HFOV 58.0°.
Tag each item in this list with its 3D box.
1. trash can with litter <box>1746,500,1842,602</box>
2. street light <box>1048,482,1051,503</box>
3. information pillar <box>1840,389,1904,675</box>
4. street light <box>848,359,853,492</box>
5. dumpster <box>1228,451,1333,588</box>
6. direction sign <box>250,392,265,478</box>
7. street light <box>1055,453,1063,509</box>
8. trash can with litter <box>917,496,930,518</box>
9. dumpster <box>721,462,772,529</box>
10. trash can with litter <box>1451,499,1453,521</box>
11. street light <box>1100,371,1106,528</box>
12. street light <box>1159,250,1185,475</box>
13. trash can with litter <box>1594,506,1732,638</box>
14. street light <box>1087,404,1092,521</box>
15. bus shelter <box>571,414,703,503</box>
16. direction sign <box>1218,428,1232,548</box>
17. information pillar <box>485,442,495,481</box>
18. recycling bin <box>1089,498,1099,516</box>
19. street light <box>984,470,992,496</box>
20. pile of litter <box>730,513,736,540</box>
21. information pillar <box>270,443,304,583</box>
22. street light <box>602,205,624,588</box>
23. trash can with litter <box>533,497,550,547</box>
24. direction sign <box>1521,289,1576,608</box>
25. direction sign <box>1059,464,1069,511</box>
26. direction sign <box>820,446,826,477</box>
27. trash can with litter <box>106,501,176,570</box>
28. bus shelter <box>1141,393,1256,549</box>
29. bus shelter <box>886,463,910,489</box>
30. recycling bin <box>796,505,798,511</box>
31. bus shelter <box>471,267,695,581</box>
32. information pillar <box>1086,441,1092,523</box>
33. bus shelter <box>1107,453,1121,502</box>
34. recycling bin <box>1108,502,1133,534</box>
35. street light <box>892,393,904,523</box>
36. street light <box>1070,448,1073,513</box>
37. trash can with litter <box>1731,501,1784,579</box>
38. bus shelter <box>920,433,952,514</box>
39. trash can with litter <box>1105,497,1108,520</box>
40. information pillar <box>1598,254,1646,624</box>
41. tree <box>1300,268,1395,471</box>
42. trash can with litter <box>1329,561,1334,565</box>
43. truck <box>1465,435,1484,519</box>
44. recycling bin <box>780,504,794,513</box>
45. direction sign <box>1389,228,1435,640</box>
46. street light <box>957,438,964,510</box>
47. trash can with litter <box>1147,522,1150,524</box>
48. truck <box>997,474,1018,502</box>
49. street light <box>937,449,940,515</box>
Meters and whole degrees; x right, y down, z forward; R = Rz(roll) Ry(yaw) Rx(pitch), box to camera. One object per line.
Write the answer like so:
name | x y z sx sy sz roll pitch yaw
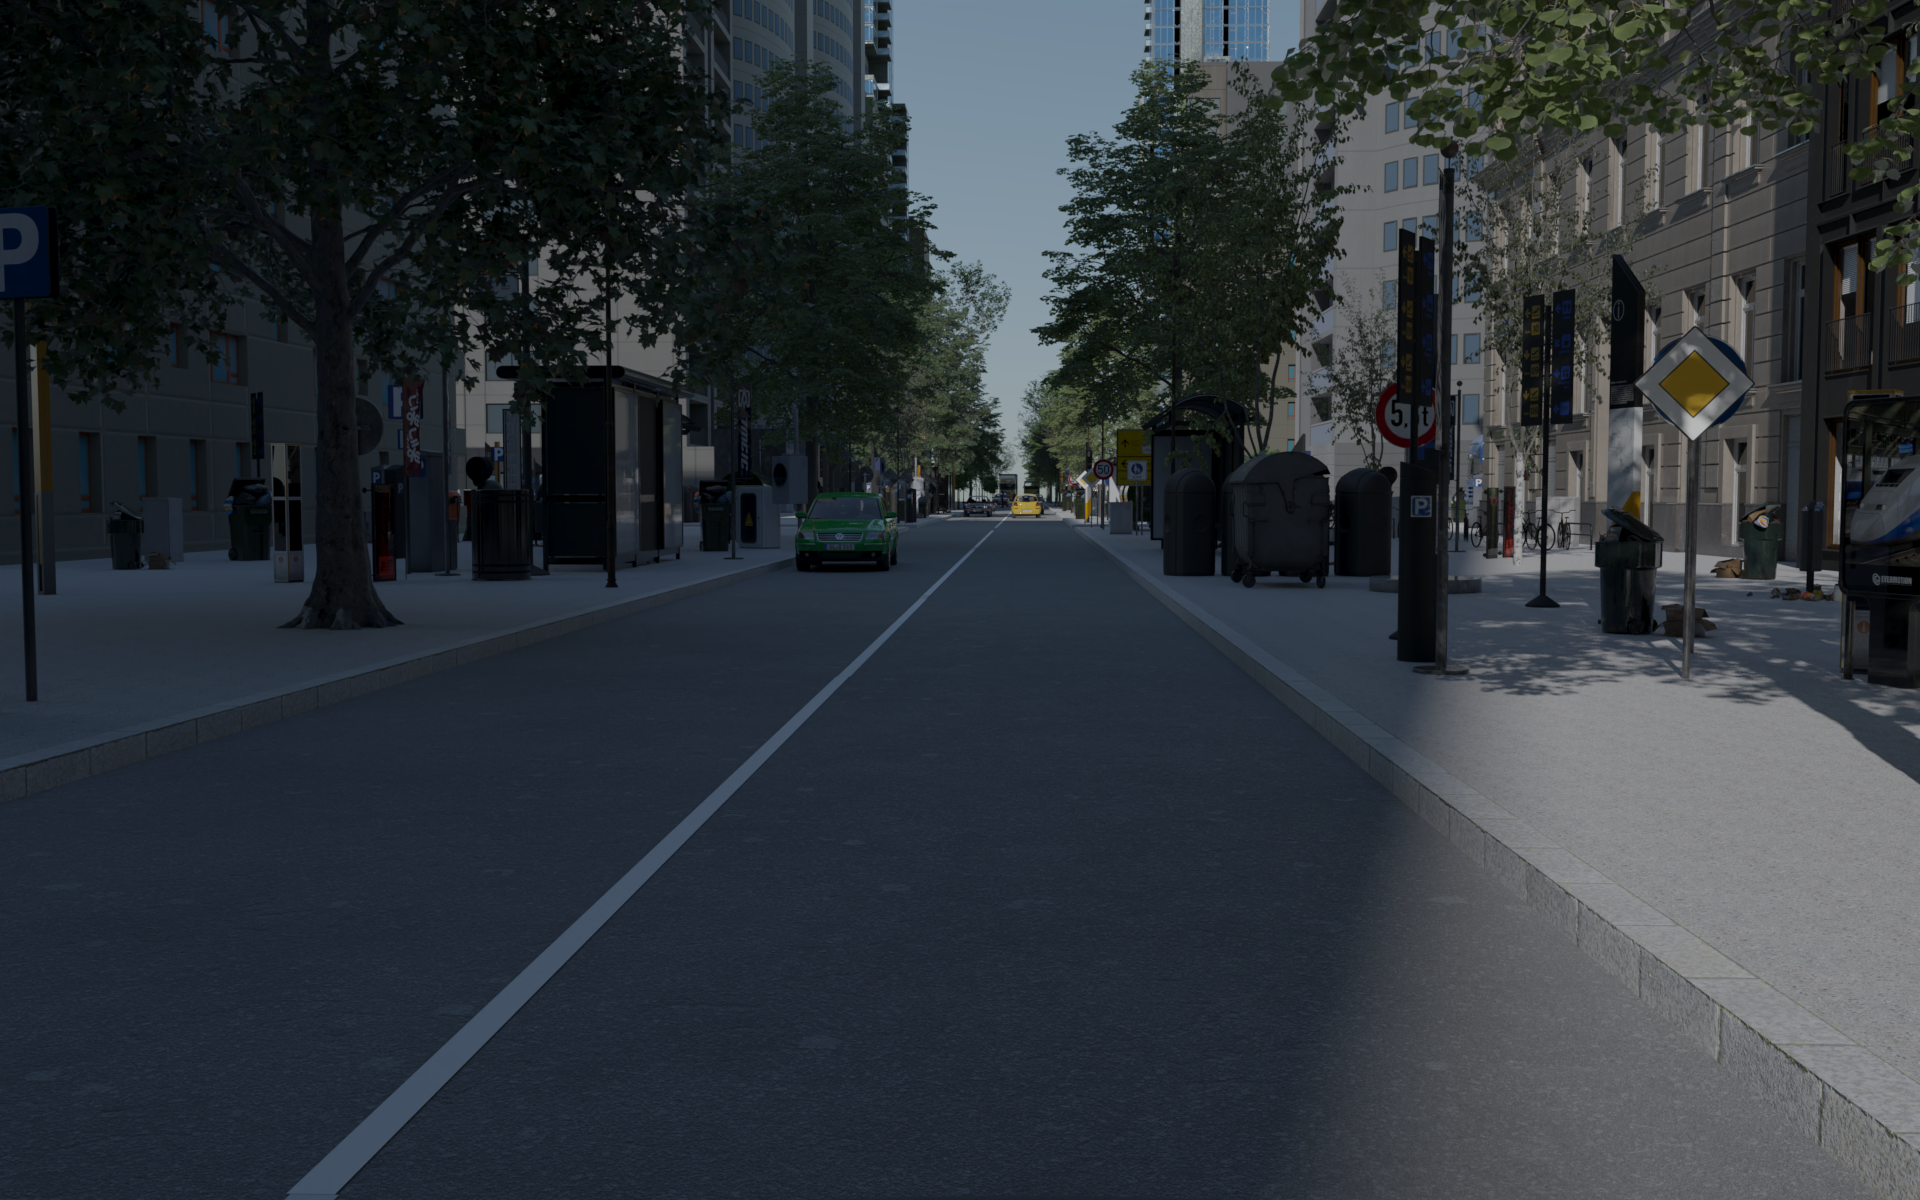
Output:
trash can with litter | 10.653 -0.632 21.392 1.678 1.210 2.233 2 4 29
street light | 11.927 -15.412 224.767 0.468 5.910 1.993 0 4 2
information pillar | 6.506 -0.481 12.364 0.304 2.012 0.304 3 4 39
street light | -3.545 -5.077 55.797 0.468 5.910 1.993 0 4 2
dumpster | 4.482 -1.132 24.261 1.264 1.857 1.865 0 4 2
direction sign | -15.669 -2.856 38.690 0.379 3.537 0.876 -3 4 -37
street light | 9.292 -11.477 160.429 0.468 5.910 1.993 0 4 2
trash can with litter | -1.978 -4.913 91.708 0.624 1.170 1.055 1 4 11
dumpster | -6.412 -3.012 51.736 1.502 2.255 1.985 0 4 2
trash can with litter | 23.486 -4.286 81.465 1.055 1.170 0.624 -3 5 -44
street light | 5.365 -5.647 65.109 0.468 5.910 1.993 0 4 2
street light | 4.058 -3.677 32.907 0.468 5.910 1.993 0 4 2
trash can with litter | 6.367 -0.272 15.830 1.055 1.170 0.624 3 5 41
street light | 6.224 -6.794 83.878 0.468 5.910 1.993 0 4 2
bus shelter | -7.224 -2.723 38.445 2.014 3.302 5.546 0 4 2
direction sign | 6.280 -3.014 41.276 0.379 3.537 0.876 -1 4 -14
information pillar | -21.136 -5.296 77.943 0.504 3.616 0.183 -3 5 -42
recycling bin | 7.899 -5.532 103.006 0.722 1.027 0.722 2 4 23
street light | 3.703 -16.003 234.431 0.468 5.910 1.993 0 4 2
pile of litter | -6.345 -2.123 48.683 1.176 0.858 1.719 0 4 3
information pillar | -9.749 -1.261 25.112 0.304 2.012 0.304 2 4 25
street light | -4.787 -3.109 23.625 0.468 5.910 1.993 0 4 2
trash can with litter | -10.427 -1.925 42.523 2.233 1.210 1.678 3 4 36
direction sign | 6.627 -1.688 19.597 0.379 3.537 0.876 -1 4 -19
direction sign | 7.751 -8.362 128.722 0.876 3.537 0.379 -2 4 -31
direction sign | -6.193 -5.458 81.242 0.876 3.537 0.379 -2 4 -35
trash can with litter | -13.946 -1.109 29.517 1.055 1.170 0.624 -1 4 -10
bus shelter | 5.108 -2.675 37.662 2.014 3.302 5.546 0 4 2
bus shelter | -3.991 -7.113 110.224 2.014 3.302 5.546 0 4 2
recycling bin | -11.724 -7.096 128.566 0.722 1.027 0.722 -2 4 -26
bus shelter | -6.455 -3.183 29.673 2.179 5.291 8.768 0 4 2
information pillar | 5.745 -5.253 77.235 0.183 3.616 0.504 2 4 32
bus shelter | 7.762 -5.272 80.113 2.014 3.302 5.546 0 4 2
recycling bin | 5.148 -2.633 55.596 0.722 1.027 0.722 0 4 1
street light | -2.701 -6.286 75.561 0.468 5.910 1.993 0 4 2
street light | 7.515 -8.790 116.508 0.468 5.910 1.993 0 4 2
trash can with litter | 11.861 -0.905 26.184 0.624 1.170 1.055 -2 4 -31
bus shelter | -1.583 -8.501 116.617 2.179 5.291 8.768 0 4 2
trash can with litter | 7.495 -4.407 83.443 1.055 1.170 0.624 -1 4 -19
information pillar | 6.428 -1.554 16.762 0.183 3.616 0.504 -1 4 -9
tree | 13.130 -6.440 55.651 4.360 8.622 3.978 0 3 0
trash can with litter | 6.481 -1.236 31.265 2.233 1.210 1.678 -2 4 -27
truck | 29.287 -4.870 69.381 18.799 4.110 2.967 0 4 4
recycling bin | -11.951 -6.527 119.275 0.722 1.027 0.722 3 5 39
direction sign | 3.987 -1.419 15.205 0.379 3.537 0.876 2 4 33
street light | -0.073 -10.269 140.693 0.468 5.910 1.993 0 4 2
trash can with litter | 8.347 -3.803 73.567 0.624 1.170 1.055 -2 4 -32
truck | 6.733 -15.471 241.859 2.839 4.237 11.283 0 4 3
street light | -1.362 -8.302 108.523 0.468 5.910 1.993 0 4 2
